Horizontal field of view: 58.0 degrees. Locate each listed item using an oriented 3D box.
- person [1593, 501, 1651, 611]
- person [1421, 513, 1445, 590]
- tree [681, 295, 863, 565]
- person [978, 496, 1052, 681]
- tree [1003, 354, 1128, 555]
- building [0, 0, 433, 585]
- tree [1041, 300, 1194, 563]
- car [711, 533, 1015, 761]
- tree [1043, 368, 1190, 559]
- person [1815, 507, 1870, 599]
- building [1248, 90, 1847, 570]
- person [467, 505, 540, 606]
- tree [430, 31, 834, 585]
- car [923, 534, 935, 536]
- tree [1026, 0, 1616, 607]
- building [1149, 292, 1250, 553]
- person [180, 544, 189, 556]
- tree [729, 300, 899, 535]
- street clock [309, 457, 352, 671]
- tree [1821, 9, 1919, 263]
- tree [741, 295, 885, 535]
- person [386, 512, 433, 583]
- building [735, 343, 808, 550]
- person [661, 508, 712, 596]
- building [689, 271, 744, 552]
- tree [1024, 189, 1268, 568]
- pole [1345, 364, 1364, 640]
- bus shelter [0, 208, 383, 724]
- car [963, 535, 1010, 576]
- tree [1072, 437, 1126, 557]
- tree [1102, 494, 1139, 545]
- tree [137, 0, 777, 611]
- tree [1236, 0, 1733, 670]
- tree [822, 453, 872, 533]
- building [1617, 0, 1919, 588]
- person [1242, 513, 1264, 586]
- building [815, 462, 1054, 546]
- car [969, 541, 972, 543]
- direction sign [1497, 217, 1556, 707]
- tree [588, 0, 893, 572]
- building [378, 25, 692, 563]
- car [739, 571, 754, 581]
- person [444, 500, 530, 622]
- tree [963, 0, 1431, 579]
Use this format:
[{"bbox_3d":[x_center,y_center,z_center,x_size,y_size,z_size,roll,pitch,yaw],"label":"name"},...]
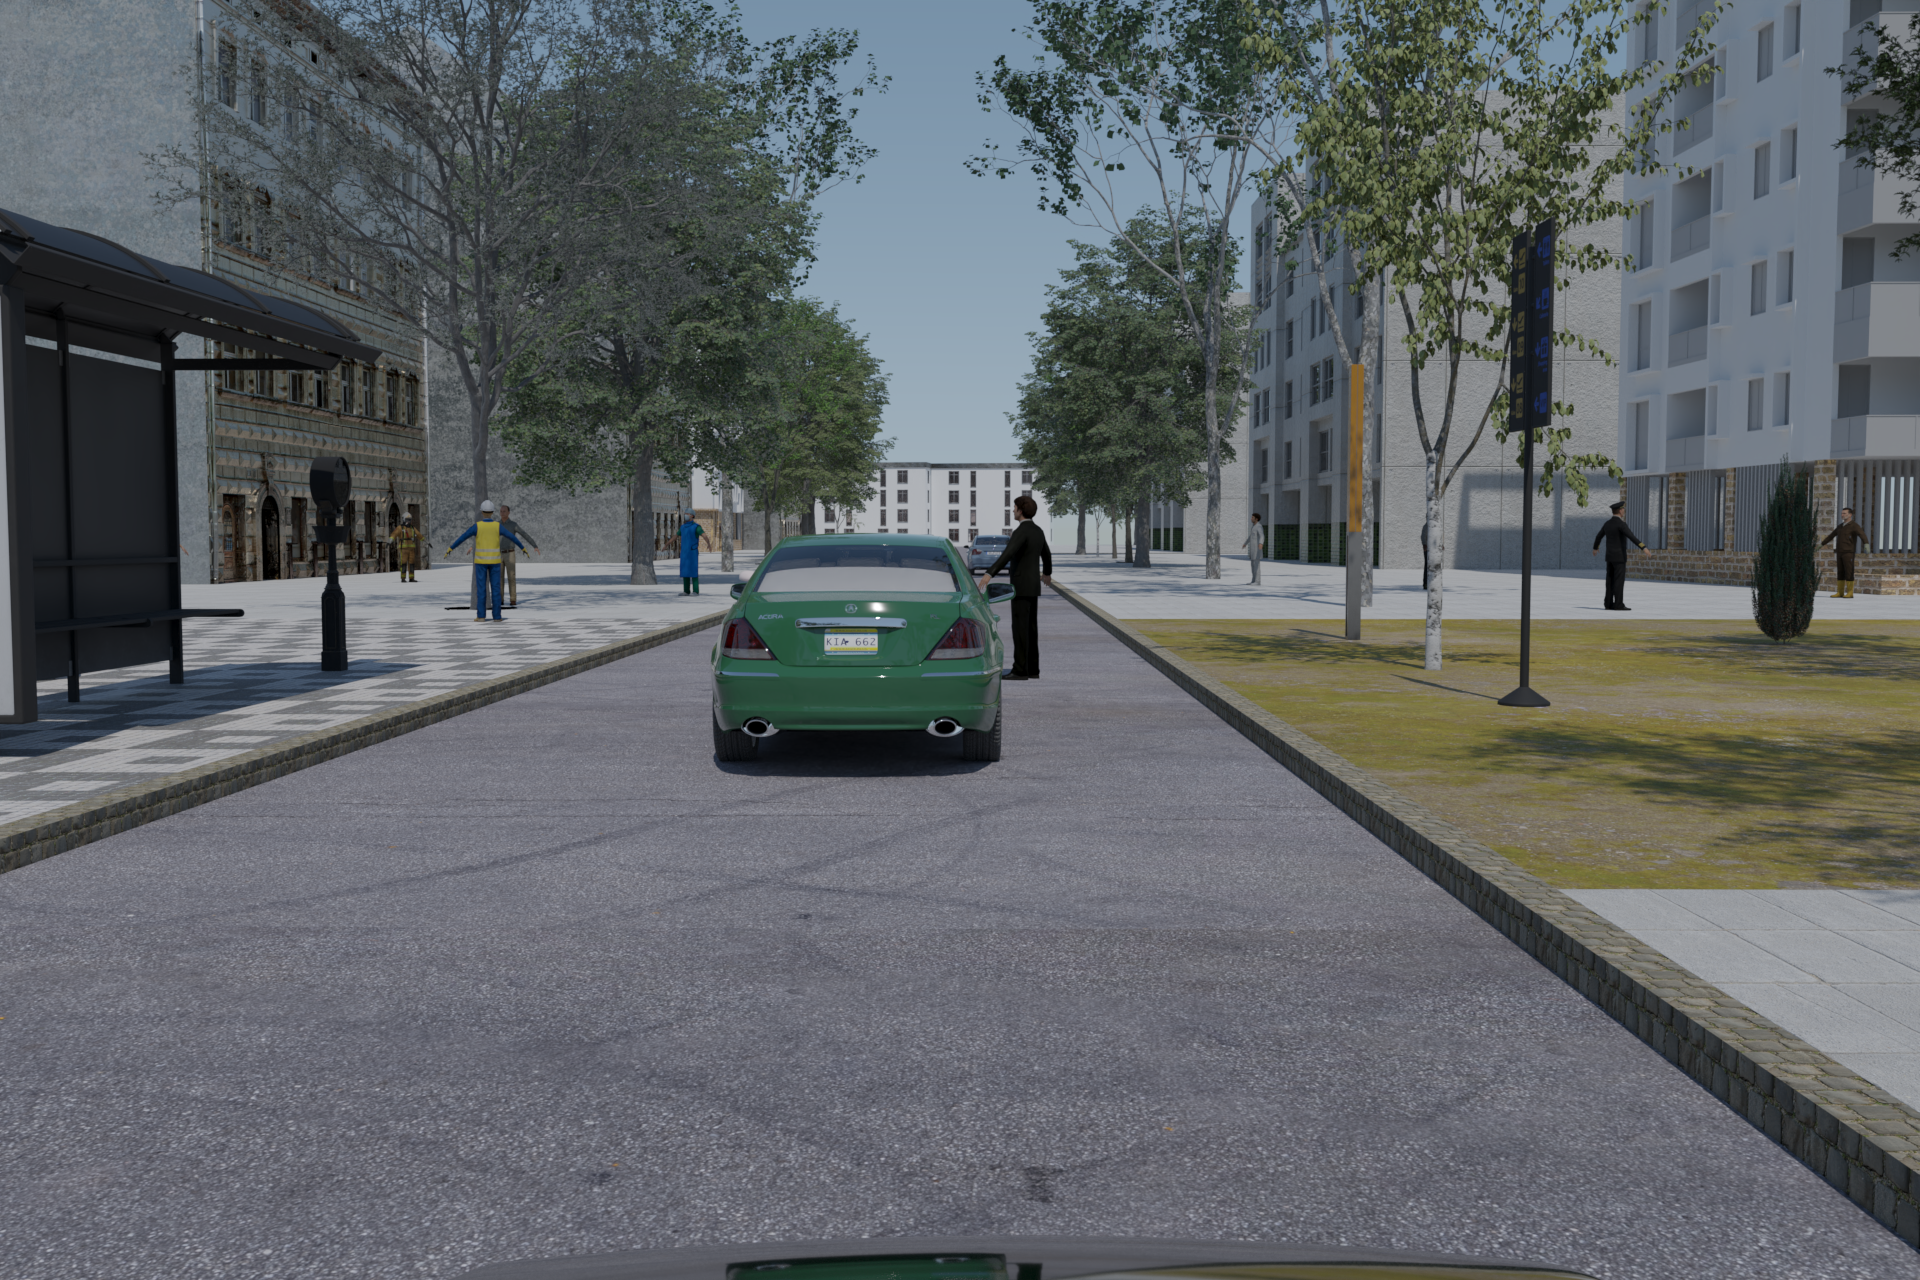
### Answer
[{"bbox_3d":[11.045,-1.416,29.080,0.705,1.837,1.347,-1,4,-20],"label":"person"},{"bbox_3d":[10.844,-2.064,39.878,0.705,1.813,1.348,2,4,33],"label":"person"},{"bbox_3d":[-8.011,-9.003,72.955,9.928,11.665,9.643,0,3,0],"label":"tree"},{"bbox_3d":[0.612,-0.516,17.075,0.705,1.806,1.347,2,4,31],"label":"person"},{"bbox_3d":[7.454,-12.207,106.232,9.857,13.997,8.962,0,3,0],"label":"tree"},{"bbox_3d":[-28.206,-13.541,52.323,19.493,23.208,18.063,0,3,0],"label":"building"},{"bbox_3d":[7.471,-9.236,76.771,9.928,11.665,9.643,0,3,0],"label":"tree"},{"bbox_3d":[-0.647,-0.034,12.350,2.131,1.459,4.920,0,4,0],"label":"car"},{"bbox_3d":[8.138,-9.507,89.853,8.767,10.594,7.601,1,4,15],"label":"tree"},{"bbox_3d":[17.677,-1.741,34.605,0.704,1.812,1.346,-1,4,-18],"label":"person"},{"bbox_3d":[23.812,-12.925,77.777,16.747,18.905,31.486,0,4,1],"label":"building"},{"bbox_3d":[-8.163,-1.516,31.065,1.348,1.796,0.705,0,4,5],"label":"person"},{"bbox_3d":[-8.099,-8.359,43.318,9.857,13.997,8.962,0,3,0],"label":"tree"},{"bbox_3d":[-1.657,-3.892,73.414,2.009,1.686,4.222,0,4,1],"label":"car"},{"bbox_3d":[7.588,-10.731,31.343,12.611,20.169,13.585,0,3,0],"label":"tree"},{"bbox_3d":[24.176,-16.441,135.267,16.747,18.905,31.486,0,4,1],"label":"building"},{"bbox_3d":[-13.489,-1.352,28.908,0.721,1.733,1.217,3,4,39],"label":"person"},{"bbox_3d":[-8.207,-11.443,93.752,9.857,13.997,8.962,0,3,0],"label":"tree"},{"bbox_3d":[-5.879,-0.713,16.225,0.358,2.002,0.471,0,4,0],"label":"street clock"},{"bbox_3d":[10.919,-4.872,14.069,7.601,10.594,8.767,0,4,7],"label":"tree"},{"bbox_3d":[-7.113,-10.072,82.808,7.486,12.596,7.792,0,3,0],"label":"tree"},{"bbox_3d":[-14.580,-2.444,45.733,0.705,1.858,1.354,3,5,41],"label":"person"},{"bbox_3d":[-23.454,-19.363,147.509,19.493,23.208,18.063,0,4,1],"label":"building"},{"bbox_3d":[-5.590,-1.809,35.709,1.347,1.817,0.704,2,4,33],"label":"person"},{"bbox_3d":[-22.410,-16.417,124.832,16.016,20.090,11.380,0,4,1],"label":"building"},{"bbox_3d":[6.934,-9.738,65.870,9.857,13.997,8.962,0,3,0],"label":"tree"},{"bbox_3d":[4.773,-1.658,20.950,0.158,3.312,0.155,0,3,0],"label":"pole"},{"bbox_3d":[-6.041,-1.124,12.302,2.014,3.302,5.546,0,4,1],"label":"bus shelter"},{"bbox_3d":[1.129,-3.006,61.149,2.014,1.417,4.499,0,4,0],"label":"car"},{"bbox_3d":[7.684,-9.008,97.647,4.360,8.622,3.978,0,3,0],"label":"tree"},{"bbox_3d":[20.248,-17.789,197.498,9.857,13.997,8.962,0,3,0],"label":"tree"},{"bbox_3d":[-8.025,-7.248,28.882,12.009,13.543,11.850,0,3,0],"label":"tree"},{"bbox_3d":[4.477,-4.007,15.873,4.737,8.622,4.395,0,3,0],"label":"tree"},{"bbox_3d":[-7.497,-9.489,105.508,4.360,8.622,3.978,0,3,0],"label":"tree"},{"bbox_3d":[24.247,-11.741,48.379,16.016,20.090,11.380,0,4,0],"label":"building"},{"bbox_3d":[7.353,-2.266,43.233,0.705,1.806,1.347,-1,4,-9],"label":"person"},{"bbox_3d":[-3.282,-15.771,202.462,28.070,9.664,9.099,0,4,8],"label":"building"},{"bbox_3d":[1.644,-5.932,109.358,2.083,1.381,4.827,0,4,-1],"label":"car"},{"bbox_3d":[4.234,-1.278,12.898,0.379,3.537,0.876,0,3,0],"label":"direction sign"},{"bbox_3d":[-9.173,-12.321,57.335,12.611,20.169,13.585,0,3,0],"label":"tree"},{"bbox_3d":[-23.800,-15.504,84.423,19.493,23.208,18.063,0,4,0],"label":"building"},{"bbox_3d":[-1.509,-0.502,20.574,2.083,1.381,4.827,0,4,0],"label":"car"},{"bbox_3d":[-6.915,-1.155,25.346,1.216,1.772,0.721,-1,4,-22],"label":"person"},{"bbox_3d":[6.376,-11.719,47.495,12.611,20.169,13.585,0,3,0],"label":"tree"}]
